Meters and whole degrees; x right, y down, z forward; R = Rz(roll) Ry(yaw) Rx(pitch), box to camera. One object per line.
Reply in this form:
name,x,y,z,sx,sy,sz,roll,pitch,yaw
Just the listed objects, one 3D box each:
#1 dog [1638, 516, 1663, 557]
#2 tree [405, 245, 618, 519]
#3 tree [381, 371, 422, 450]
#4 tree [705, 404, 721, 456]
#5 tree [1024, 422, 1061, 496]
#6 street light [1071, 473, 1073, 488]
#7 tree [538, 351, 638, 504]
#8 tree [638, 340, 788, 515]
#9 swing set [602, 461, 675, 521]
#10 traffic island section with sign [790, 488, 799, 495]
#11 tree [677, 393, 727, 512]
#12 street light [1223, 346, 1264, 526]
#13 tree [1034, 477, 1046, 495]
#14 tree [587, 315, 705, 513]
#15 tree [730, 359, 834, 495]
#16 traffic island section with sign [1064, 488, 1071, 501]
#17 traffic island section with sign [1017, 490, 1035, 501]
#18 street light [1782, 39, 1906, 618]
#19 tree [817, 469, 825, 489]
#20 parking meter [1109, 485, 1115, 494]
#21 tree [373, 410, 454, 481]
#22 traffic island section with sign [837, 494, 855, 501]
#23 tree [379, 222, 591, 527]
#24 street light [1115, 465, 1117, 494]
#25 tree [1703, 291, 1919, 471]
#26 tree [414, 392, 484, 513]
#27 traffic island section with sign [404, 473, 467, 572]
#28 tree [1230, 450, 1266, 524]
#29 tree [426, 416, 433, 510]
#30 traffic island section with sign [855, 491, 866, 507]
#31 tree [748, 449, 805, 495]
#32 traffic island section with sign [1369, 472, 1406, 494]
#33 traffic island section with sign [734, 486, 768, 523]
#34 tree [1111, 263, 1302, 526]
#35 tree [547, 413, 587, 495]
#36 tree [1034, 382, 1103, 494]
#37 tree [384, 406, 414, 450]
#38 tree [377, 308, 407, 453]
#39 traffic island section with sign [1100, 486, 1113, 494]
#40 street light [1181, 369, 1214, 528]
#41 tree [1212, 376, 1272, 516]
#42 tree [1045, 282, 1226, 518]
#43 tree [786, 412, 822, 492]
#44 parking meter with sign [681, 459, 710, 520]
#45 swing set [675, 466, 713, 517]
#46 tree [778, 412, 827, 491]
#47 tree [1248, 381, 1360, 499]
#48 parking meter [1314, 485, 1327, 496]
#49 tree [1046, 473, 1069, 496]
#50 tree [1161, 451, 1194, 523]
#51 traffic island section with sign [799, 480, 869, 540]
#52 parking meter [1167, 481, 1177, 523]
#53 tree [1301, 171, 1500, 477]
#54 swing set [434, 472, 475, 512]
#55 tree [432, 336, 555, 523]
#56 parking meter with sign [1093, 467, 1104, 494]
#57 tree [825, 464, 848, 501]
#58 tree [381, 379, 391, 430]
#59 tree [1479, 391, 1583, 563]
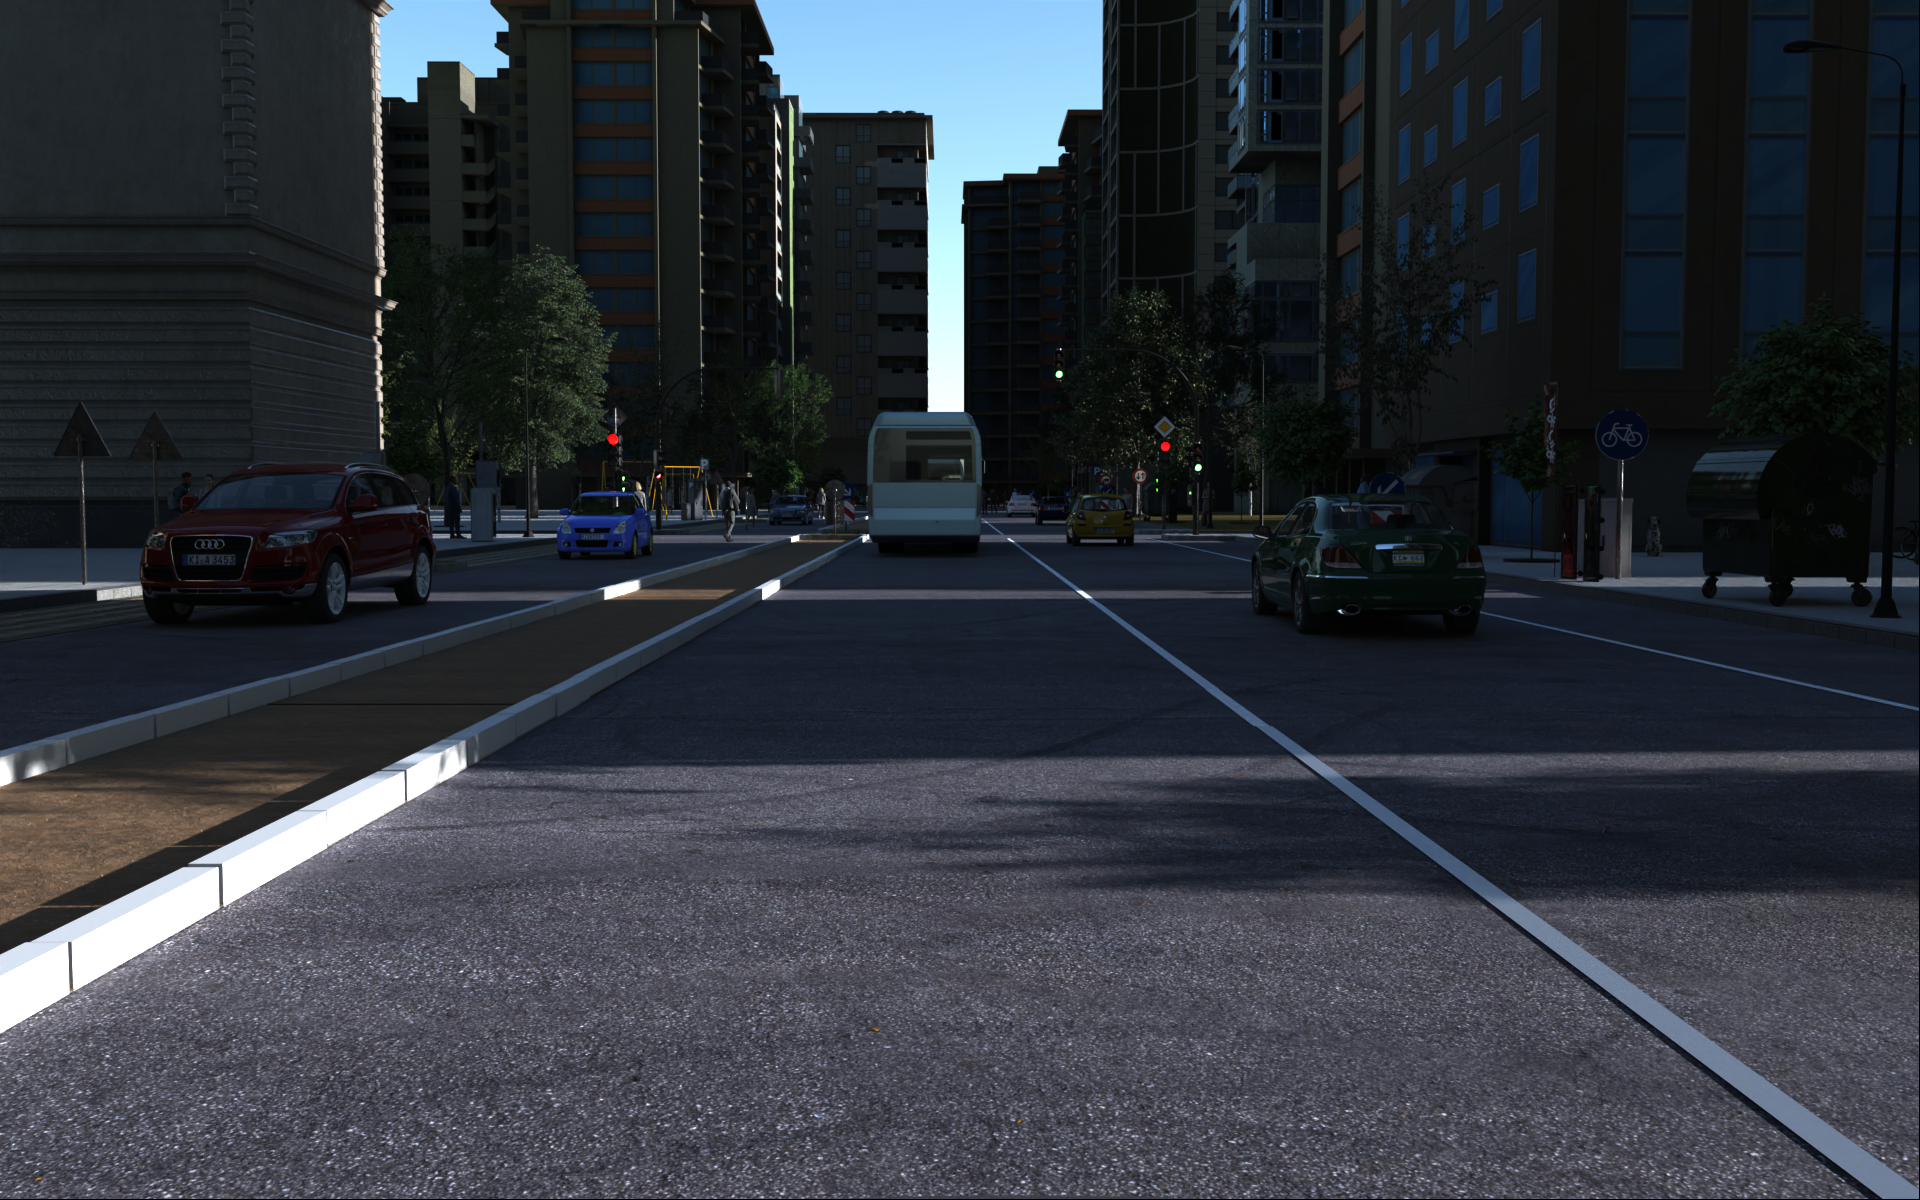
dog,14.193,-1.302,35.671,0.800,0.831,0.513,-2,4,-31
tree,-22.407,-11.229,90.252,9.857,13.997,8.962,0,3,0
tree,-32.864,-8.849,95.050,4.737,8.622,4.395,0,3,0
tree,-17.871,-10.034,114.412,4.360,8.622,3.978,0,3,0
tree,8.829,-13.834,176.551,4.737,8.622,4.395,0,3,0
street light,8.351,-10.090,137.511,1.470,5.913,1.316,0,4,0
tree,-23.729,-10.915,112.873,7.601,10.594,8.767,0,4,8
tree,-13.993,-10.452,105.306,7.601,10.594,8.767,-3,4,-36
swing set,-15.416,-5.195,82.561,3.119,2.851,2.862,0,4,-5
traffic island section with sign,-10.897,-6.470,114.416,1.989,1.847,2.006,0,4,0
tree,-17.948,-10.517,122.320,4.737,8.622,4.395,0,3,0
street light,8.941,-5.005,54.368,1.470,5.913,1.316,0,4,0
tree,8.952,-12.143,193.133,1.663,3.219,1.824,0,3,0
tree,-12.966,-7.426,71.770,4.360,8.622,3.978,0,3,0
tree,-13.639,-12.599,131.753,9.928,11.665,9.643,0,3,0
traffic island section with sign,7.035,-6.462,114.286,1.989,1.847,2.006,0,4,0
traffic island section with sign,6.687,-9.516,164.222,1.989,1.847,2.006,0,4,0
street light,9.107,-2.773,17.876,1.470,5.913,1.316,0,4,0
tree,-14.145,-9.512,139.233,4.285,4.588,4.351,0,3,0
parking meter,9.638,-6.366,109.796,0.399,1.863,0.255,-1,4,-15
tree,-12.925,-2.796,40.323,1.663,3.219,1.824,0,3,0
traffic island section with sign,-11.247,-9.510,164.109,1.989,1.847,2.006,0,4,0
tree,-20.164,-8.665,67.429,9.928,11.665,9.643,0,3,0
street light,8.561,-7.841,100.736,1.470,5.913,1.316,0,4,0
tree,13.905,-2.718,28.151,4.285,4.588,4.351,0,3,0
tree,-33.794,-10.172,116.667,4.360,8.622,3.978,0,3,0
traffic island section with sign,-10.332,-1.450,32.332,1.989,1.847,2.006,0,4,0
tree,12.264,-4.958,75.670,1.663,3.219,1.824,0,3,0
tree,-40.099,-10.993,130.100,4.737,8.622,4.395,0,3,0
traffic island section with sign,-11.441,-11.253,192.615,1.989,1.847,2.006,0,4,0
tree,-13.440,-8.544,123.411,4.285,4.588,4.351,0,3,0
traffic island section with sign,7.586,-1.428,31.975,1.989,1.847,2.006,0,4,0
traffic island section with sign,-10.712,-4.791,86.955,1.989,1.847,2.006,0,4,0
tree,10.178,-8.265,69.539,7.601,10.594,8.767,0,4,-2
tree,-26.545,-10.368,119.880,4.360,8.622,3.978,0,3,0
tree,8.732,-11.513,122.649,8.767,10.594,7.601,3,5,39
tree,-39.693,-10.522,122.398,4.360,8.622,3.978,0,3,0
tree,-36.525,-12.203,106.182,9.857,13.997,8.962,0,3,0
traffic island section with sign,7.212,-4.814,87.332,1.989,1.847,2.006,0,4,0
street light,8.823,-5.629,64.568,1.470,5.913,1.316,0,4,0
tree,17.070,-9.317,102.688,4.360,8.622,3.978,0,3,0
tree,9.590,-10.825,93.990,9.611,12.733,9.660,0,3,0
tree,-14.078,-12.529,155.209,4.360,8.622,3.978,0,3,0
parking meter with sign,-12.983,-5.415,84.788,0.543,3.016,1.738,2,4,29
swing set,-15.832,-6.141,98.019,3.119,2.851,2.862,-3,4,-37
tree,-13.551,-12.065,147.629,4.737,8.622,4.395,0,3,0
tree,10.021,-4.094,50.655,4.285,4.588,4.351,0,3,0
parking meter,10.046,-2.440,48.305,0.372,1.533,0.369,0,3,0
tree,9.510,-10.230,161.864,1.663,3.219,1.824,0,3,0
tree,9.708,-5.063,77.379,1.663,3.219,1.824,0,3,0
traffic island section with sign,-3.999,-2.845,54.645,2.006,1.907,1.989,0,4,0
parking meter,9.337,-4.308,76.144,0.399,1.863,0.255,0,4,-5
tree,9.913,-5.414,38.887,4.360,8.622,3.978,0,3,0
swing set,-35.172,-7.589,121.702,2.862,2.851,3.119,0,4,2
tree,-20.592,-7.805,77.978,4.737,8.622,4.395,0,3,0
parking meter with sign,8.863,-6.956,109.987,0.543,3.016,1.738,0,4,-7
tree,-13.683,-12.338,185.432,4.285,4.588,4.351,0,3,0
tree,-32.690,-9.368,87.573,8.767,10.594,7.601,0,4,-2
tree,10.912,-2.324,32.598,1.663,3.219,1.824,0,3,0
